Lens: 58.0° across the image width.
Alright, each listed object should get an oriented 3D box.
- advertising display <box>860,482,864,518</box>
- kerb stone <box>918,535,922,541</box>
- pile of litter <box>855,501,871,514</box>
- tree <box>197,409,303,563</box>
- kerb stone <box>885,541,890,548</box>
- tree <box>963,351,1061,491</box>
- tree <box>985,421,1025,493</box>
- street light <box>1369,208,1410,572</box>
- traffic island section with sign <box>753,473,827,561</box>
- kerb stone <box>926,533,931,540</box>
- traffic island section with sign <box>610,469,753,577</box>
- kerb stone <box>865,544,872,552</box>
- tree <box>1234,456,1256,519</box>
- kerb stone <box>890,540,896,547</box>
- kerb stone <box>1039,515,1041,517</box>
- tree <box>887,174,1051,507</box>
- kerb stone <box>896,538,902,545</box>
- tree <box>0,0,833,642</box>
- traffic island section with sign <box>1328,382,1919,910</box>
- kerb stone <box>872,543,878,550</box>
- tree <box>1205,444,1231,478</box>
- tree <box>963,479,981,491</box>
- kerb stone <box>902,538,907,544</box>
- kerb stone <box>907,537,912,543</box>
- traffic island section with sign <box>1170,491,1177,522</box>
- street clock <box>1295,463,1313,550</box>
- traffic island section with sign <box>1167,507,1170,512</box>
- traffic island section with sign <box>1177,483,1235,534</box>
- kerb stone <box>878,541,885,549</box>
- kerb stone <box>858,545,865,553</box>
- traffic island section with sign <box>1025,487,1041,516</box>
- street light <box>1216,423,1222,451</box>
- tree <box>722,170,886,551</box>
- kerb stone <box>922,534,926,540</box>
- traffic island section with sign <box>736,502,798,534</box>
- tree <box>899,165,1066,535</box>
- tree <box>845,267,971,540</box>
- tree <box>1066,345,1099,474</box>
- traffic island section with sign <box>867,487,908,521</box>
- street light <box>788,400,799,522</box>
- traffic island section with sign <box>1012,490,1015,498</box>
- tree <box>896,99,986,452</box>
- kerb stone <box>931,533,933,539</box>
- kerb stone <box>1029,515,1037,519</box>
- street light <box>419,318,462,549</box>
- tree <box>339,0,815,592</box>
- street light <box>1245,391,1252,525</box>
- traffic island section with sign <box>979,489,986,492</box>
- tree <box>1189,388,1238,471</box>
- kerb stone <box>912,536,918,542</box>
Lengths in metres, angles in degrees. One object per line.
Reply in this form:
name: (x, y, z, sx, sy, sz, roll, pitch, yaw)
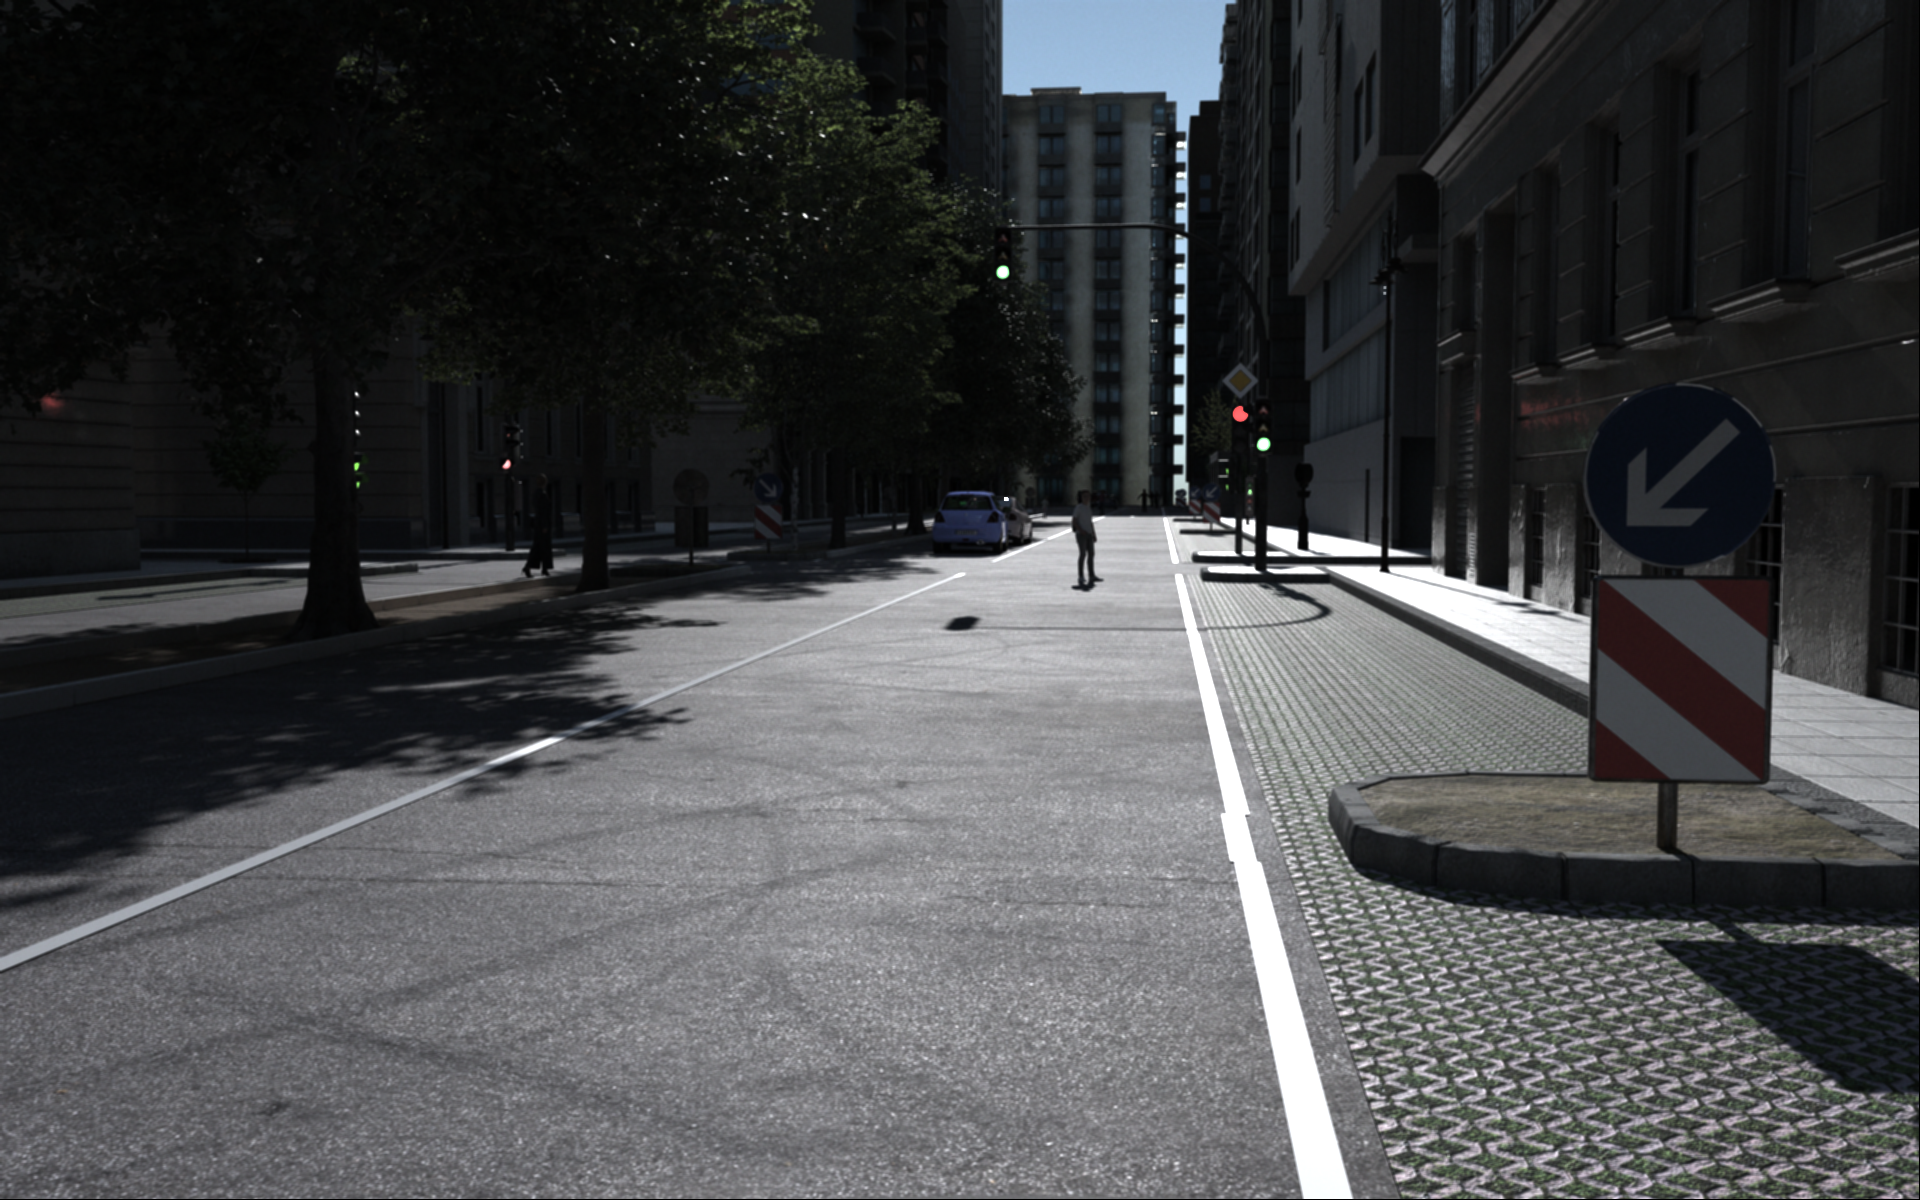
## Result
advertising display: (-5.321, -5.427, 93.941, 0.123, 1.923, 0.974, 0, 4, -7)
kerb stone: (-1.355, -1.849, 52.450, 0.120, 0.150, 1.000, 0, 4, 7)
pile of litter: (-6.405, -5.841, 109.472, 1.719, 0.858, 1.176, 1, 4, 17)
tree: (-13.525, -2.320, 32.529, 1.663, 3.219, 1.824, 0, 3, 0)
kerb stone: (-2.068, -1.476, 46.321, 0.120, 0.150, 1.000, 0, 4, 7)
tree: (0.506, -8.723, 79.495, 8.767, 10.594, 7.601, 0, 4, 7)
tree: (1.602, -8.129, 85.727, 4.737, 8.622, 4.395, 0, 3, 0)
street light: (6.998, -3.400, 28.376, 0.468, 5.910, 1.993, 0, 4, 7)
traffic island section with sign: (-4.056, -1.823, 37.934, 2.006, 1.907, 1.989, 0, 4, 7)
kerb stone: (-1.115, -1.975, 54.486, 0.120, 0.150, 1.000, 0, 4, 7)
traffic island section with sign: (-4.912, -1.372, 30.577, 2.006, 1.907, 1.989, 0, 4, 7)
kerb stone: (-2.405, -1.289, 43.270, 0.120, 0.150, 1.000, 0, 4, 7)
tree: (14.526, -5.772, 88.981, 1.663, 3.219, 1.824, 0, 3, 0)
kerb stone: (-1.941, -1.538, 47.342, 0.120, 0.150, 1.000, 0, 4, 7)
kerb stone: (4.625, -5.023, 104.405, 0.120, 0.150, 1.000, 0, 4, 7)
tree: (-0.699, -9.837, 69.952, 9.857, 13.997, 8.962, 0, 3, 0)
kerb stone: (-1.822, -1.601, 48.367, 0.120, 0.150, 1.000, 0, 4, 7)
tree: (-6.132, -5.954, 16.821, 9.611, 12.733, 9.660, 0, 3, 0)
traffic island section with sign: (2.544, 0.102, 6.959, 1.989, 1.847, 2.006, 0, 4, 7)
kerb stone: (-2.293, -1.351, 44.286, 0.120, 0.150, 1.000, 0, 4, 7)
tree: (17.788, -7.975, 114.101, 4.285, 4.588, 4.351, 0, 3, 0)
tree: (1.322, -10.219, 161.676, 1.663, 3.219, 1.824, 0, 3, 0)
kerb stone: (-1.702, -1.663, 49.394, 0.120, 0.150, 1.000, 0, 4, 7)
kerb stone: (-1.588, -1.726, 50.413, 0.120, 0.150, 1.000, 0, 4, 7)
traffic island section with sign: (12.090, -4.979, 90.039, 1.989, 1.847, 2.006, 0, 4, 7)
street clock: (7.949, -2.171, 40.074, 0.358, 2.002, 0.471, -1, 4, -19)
traffic island section with sign: (17.645, -7.936, 138.386, 1.989, 1.847, 2.006, 0, 4, 7)
traffic island section with sign: (8.879, -3.268, 62.054, 1.989, 1.847, 2.006, 0, 4, 7)
kerb stone: (-2.171, -1.413, 45.304, 0.120, 0.150, 1.000, 0, 4, 7)
kerb stone: (-2.525, -1.227, 42.254, 0.120, 0.150, 1.000, 0, 4, 7)
traffic island section with sign: (4.518, -6.388, 112.584, 2.006, 1.907, 1.989, 0, 4, 7)
street light: (16.520, -8.425, 110.532, 0.468, 5.910, 1.993, 0, 4, 7)
tree: (-3.765, -5.298, 39.448, 4.360, 8.622, 3.978, 0, 3, 0)
kerb stone: (-1.239, -1.913, 53.471, 0.120, 0.150, 1.000, 0, 4, 7)
traffic island section with sign: (-6.993, -3.349, 63.382, 1.989, 1.847, 2.006, 0, 4, 7)
tree: (-1.521, -8.608, 60.205, 9.611, 12.733, 9.660, 0, 3, 0)
tree: (-1.986, -6.080, 52.231, 4.737, 8.622, 4.395, 0, 3, 0)
tree: (2.586, -10.618, 93.068, 9.611, 12.733, 9.660, 0, 3, 0)
traffic island section with sign: (-3.773, -5.068, 91.494, 1.989, 1.847, 2.006, 0, 4, 7)
street light: (-7.627, -6.464, 78.467, 0.468, 5.910, 1.993, 0, 4, 7)
traffic island section with sign: (5.005, -9.734, 167.781, 1.989, 1.847, 2.006, 0, 4, 7)
tree: (-3.245, -7.629, 45.320, 7.486, 12.596, 7.792, 0, 3, 0)
kerb stone: (-0.996, -2.036, 55.510, 0.120, 0.150, 1.000, 0, 4, 7)
kerb stone: (4.267, -4.842, 101.358, 0.120, 0.150, 1.000, 0, 4, 7)
street light: (-12.018, -4.130, 40.307, 0.468, 5.910, 1.993, 0, 4, 7)
tree: (-5.409, -6.413, 25.432, 7.486, 12.596, 7.792, 0, 3, 0)
street light: (12.090, -6.106, 72.624, 0.468, 5.910, 1.993, 0, 4, 7)
traffic island section with sign: (1.818, -8.037, 140.035, 1.989, 1.847, 2.006, 0, 4, 7)
tree: (17.980, -10.307, 118.877, 4.360, 8.622, 3.978, 0, 3, 0)
kerb stone: (-1.465, -1.788, 51.428, 0.120, 0.150, 1.000, 0, 4, 7)
